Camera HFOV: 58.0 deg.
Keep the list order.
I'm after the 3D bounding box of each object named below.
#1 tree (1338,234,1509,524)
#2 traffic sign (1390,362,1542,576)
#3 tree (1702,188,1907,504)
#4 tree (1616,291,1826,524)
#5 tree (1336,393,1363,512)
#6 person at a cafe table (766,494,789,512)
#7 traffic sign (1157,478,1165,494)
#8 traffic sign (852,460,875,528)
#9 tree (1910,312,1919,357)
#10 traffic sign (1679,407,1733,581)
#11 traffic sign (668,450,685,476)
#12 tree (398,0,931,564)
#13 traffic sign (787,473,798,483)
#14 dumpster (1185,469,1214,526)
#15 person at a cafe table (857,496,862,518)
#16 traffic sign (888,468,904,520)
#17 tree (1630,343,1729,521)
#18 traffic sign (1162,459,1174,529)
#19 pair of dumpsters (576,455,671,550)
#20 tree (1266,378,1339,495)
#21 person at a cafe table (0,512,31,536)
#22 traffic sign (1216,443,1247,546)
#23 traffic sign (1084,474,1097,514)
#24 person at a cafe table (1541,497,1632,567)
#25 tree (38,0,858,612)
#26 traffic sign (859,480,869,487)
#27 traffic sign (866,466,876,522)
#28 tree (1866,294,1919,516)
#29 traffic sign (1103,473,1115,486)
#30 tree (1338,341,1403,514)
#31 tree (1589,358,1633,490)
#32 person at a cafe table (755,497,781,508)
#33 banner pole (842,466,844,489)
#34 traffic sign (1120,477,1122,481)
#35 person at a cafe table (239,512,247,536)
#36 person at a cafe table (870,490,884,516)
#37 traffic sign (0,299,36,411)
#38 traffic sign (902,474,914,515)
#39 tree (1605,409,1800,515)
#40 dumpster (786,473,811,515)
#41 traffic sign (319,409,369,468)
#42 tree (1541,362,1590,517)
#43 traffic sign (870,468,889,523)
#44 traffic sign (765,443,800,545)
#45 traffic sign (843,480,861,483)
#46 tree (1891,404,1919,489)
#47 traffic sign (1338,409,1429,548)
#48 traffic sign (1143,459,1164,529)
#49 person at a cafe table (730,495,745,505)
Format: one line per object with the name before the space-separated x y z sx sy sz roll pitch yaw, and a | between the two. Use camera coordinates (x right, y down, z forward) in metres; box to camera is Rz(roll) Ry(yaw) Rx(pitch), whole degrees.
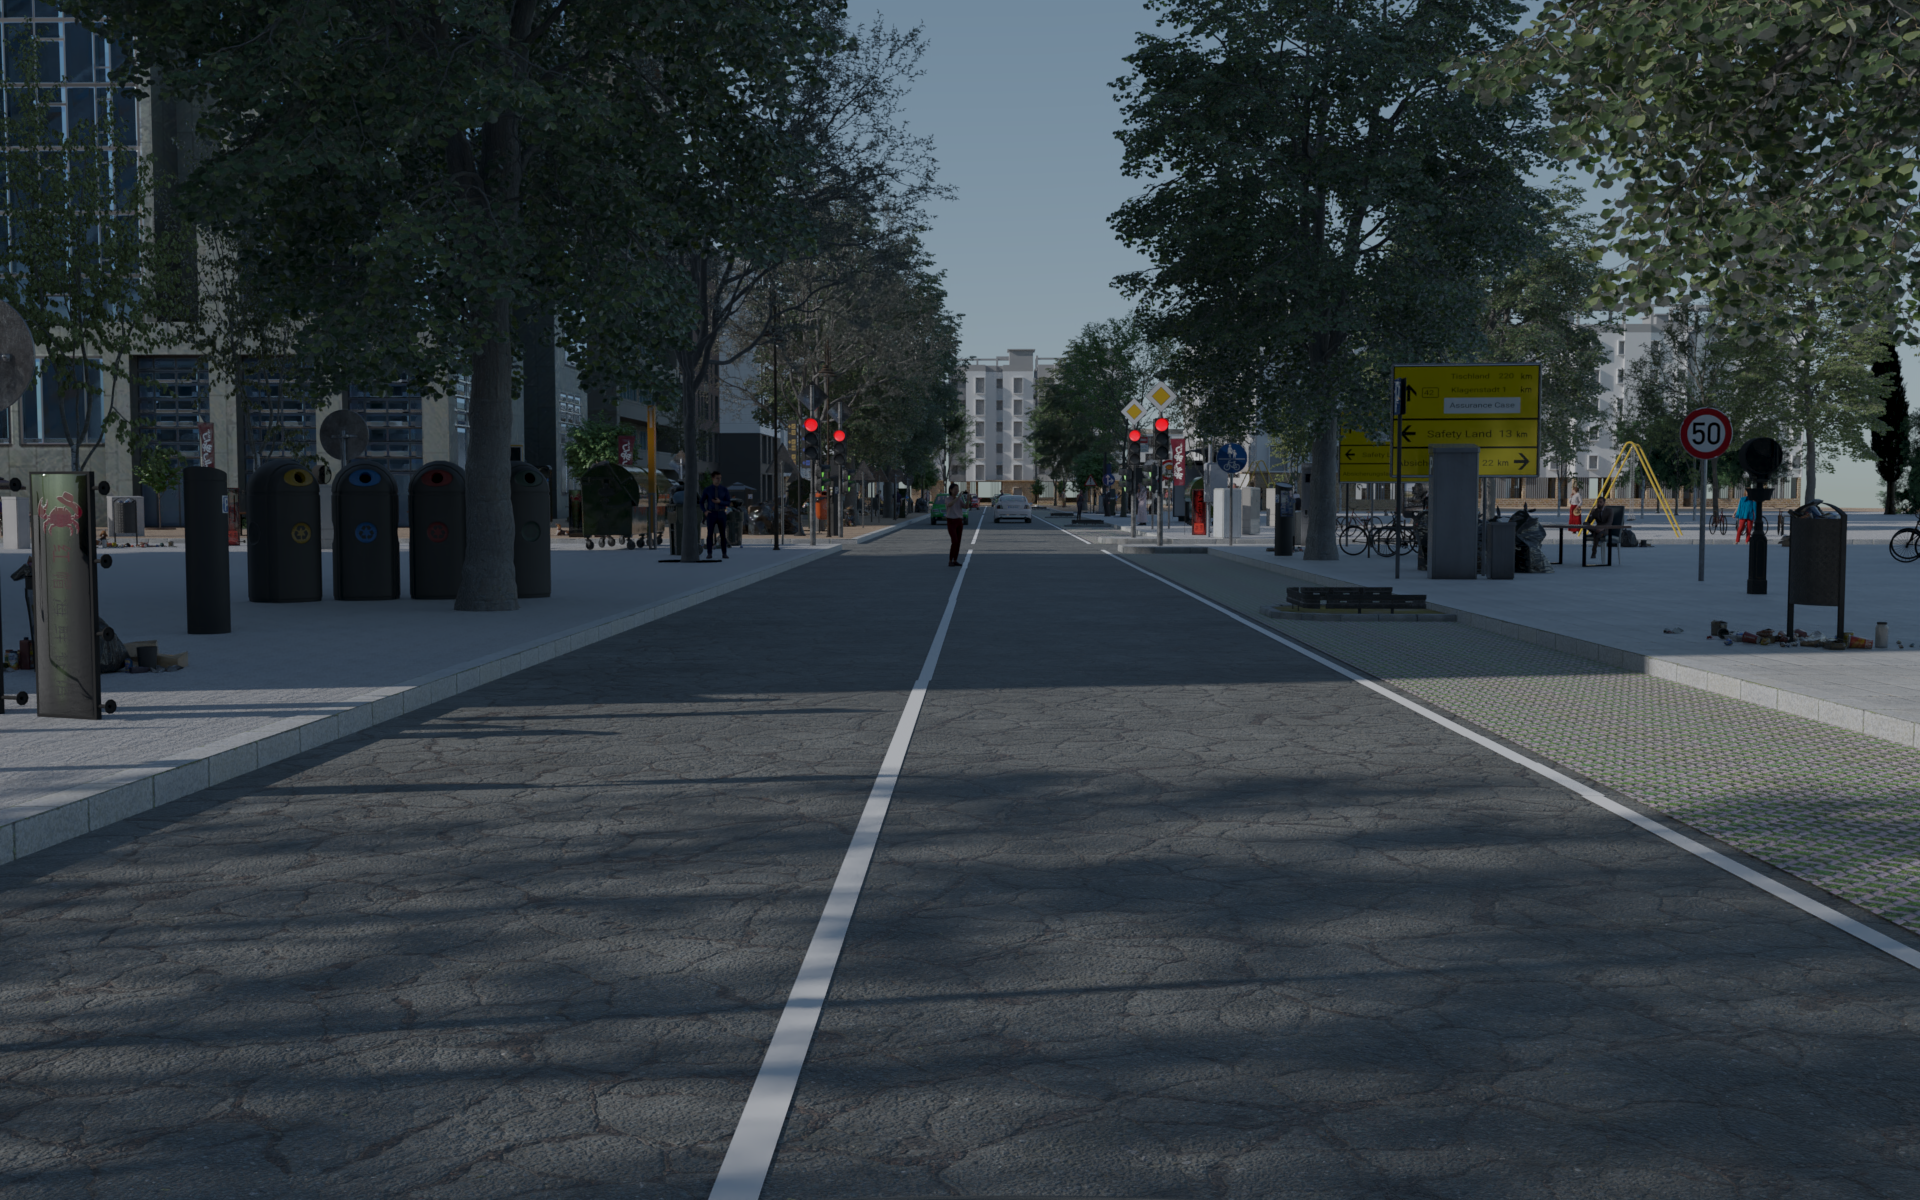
tree | 19.819 -9.506 73.550 7.486 12.596 7.792 0 3 0
traffic sign | 7.855 -2.025 26.986 2.265 3.308 0.079 0 4 8
tree | 31.283 -8.929 64.116 7.486 12.596 7.792 0 3 0
tree | 32.817 -8.587 74.810 8.767 10.594 7.601 1 4 22
tree | 27.137 -10.536 122.619 4.360 8.622 3.978 0 3 0
person at a cafe table | -13.121 -7.122 124.954 1.622 1.524 1.698 -2 4 -30
traffic sign | 8.796 -4.695 76.866 0.768 2.556 0.104 0 4 2
traffic sign | -3.651 -3.992 65.276 0.884 2.594 0.081 0 4 5
tree | 33.635 -6.540 57.289 4.737 8.622 4.395 0 3 0
traffic sign | 10.944 -1.553 25.497 0.768 2.556 0.104 0 4 2
traffic sign | -8.368 -3.195 51.972 0.795 2.593 0.064 0 4 2
tree | -4.991 -7.437 31.963 12.009 13.543 11.850 0 3 0
traffic sign | -7.797 -5.026 82.184 0.884 2.594 0.081 0 4 6
dumpster | 9.802 -4.066 68.968 1.502 2.255 1.985 0 4 1
person at a cafe table | -6.080 -5.113 94.458 1.726 1.238 1.698 2 4 30
traffic sign | -3.125 -5.137 84.089 0.768 2.556 0.104 0 4 5
tree | 35.380 -8.159 83.763 4.737 8.622 4.395 0 3 0
traffic sign | 7.691 -3.890 63.706 0.768 2.556 0.104 0 4 4
pair of dumpsters | -8.051 -2.396 41.661 1.574 2.255 4.437 0 4 1
tree | 20.532 -9.550 106.500 4.737 8.622 4.395 0 3 0
person at a cafe table | -28.482 -2.583 53.098 1.726 1.238 1.698 2 4 34
traffic sign | 6.737 -2.623 42.990 0.768 2.556 0.104 0 4 5
traffic sign | 8.497 -6.892 112.686 0.884 2.594 0.081 1 4 10
person at a cafe table | 11.287 -1.247 31.245 1.726 1.238 1.698 -2 4 -34
tree | -5.271 -6.867 18.934 9.857 13.997 8.962 0 3 0
traffic sign | -6.680 -7.351 120.287 0.768 2.556 0.104 0 4 8
traffic sign | -4.030 -4.816 78.844 0.768 2.556 0.104 0 4 7
tree | 60.064 -12.296 102.868 13.155 14.587 18.604 -1 4 -17
traffic sign | 9.194 -6.538 106.997 0.768 2.556 0.104 0 4 4
tree | 28.568 -11.436 112.732 9.928 11.665 9.643 0 3 0
tree | 35.454 -8.537 89.950 4.737 8.622 4.395 0 3 0
person at a cafe table | -12.090 -6.147 111.358 1.698 1.238 1.726 3 4 36
banner pole | -7.449 -7.263 108.769 0.401 3.779 0.863 2 4 24
traffic sign | 11.624 -7.462 122.101 0.768 2.556 0.104 0 4 3
person at a cafe table | -22.371 -2.714 52.894 1.622 1.524 1.698 2 4 28
person at a cafe table | -4.418 -5.570 99.586 1.698 1.524 1.622 2 4 35
traffic sign | -6.262 -0.670 11.067 0.768 2.556 0.104 0 4 8
traffic sign | -3.203 -6.460 105.721 0.768 2.556 0.104 0 4 3
tree | 47.037 -9.053 110.930 11.467 7.101 20.602 0 4 7
dumpster | -7.205 -4.733 79.879 1.502 2.255 1.985 0 4 1
traffic sign | -9.271 -1.589 26.078 0.768 2.556 0.104 0 4 4
tree | 33.505 -8.910 96.034 4.737 8.622 4.395 0 3 0
traffic sign | -3.608 -4.726 77.271 0.884 2.594 0.081 1 4 9
traffic sign | -4.491 -2.680 43.821 0.884 2.594 0.081 0 4 4
traffic sign | -5.191 -5.083 83.115 0.884 2.594 0.081 1 4 10
tree | 56.250 -7.391 83.753 20.602 7.101 11.467 -1 4 -21
traffic sign | 10.176 -2.902 41.316 2.265 3.308 0.079 1 4 10
traffic sign | 7.018 -3.851 63.064 0.768 2.556 0.104 0 4 4
person at a cafe table | -12.742 -5.206 95.975 1.698 1.238 1.726 0 4 -2
